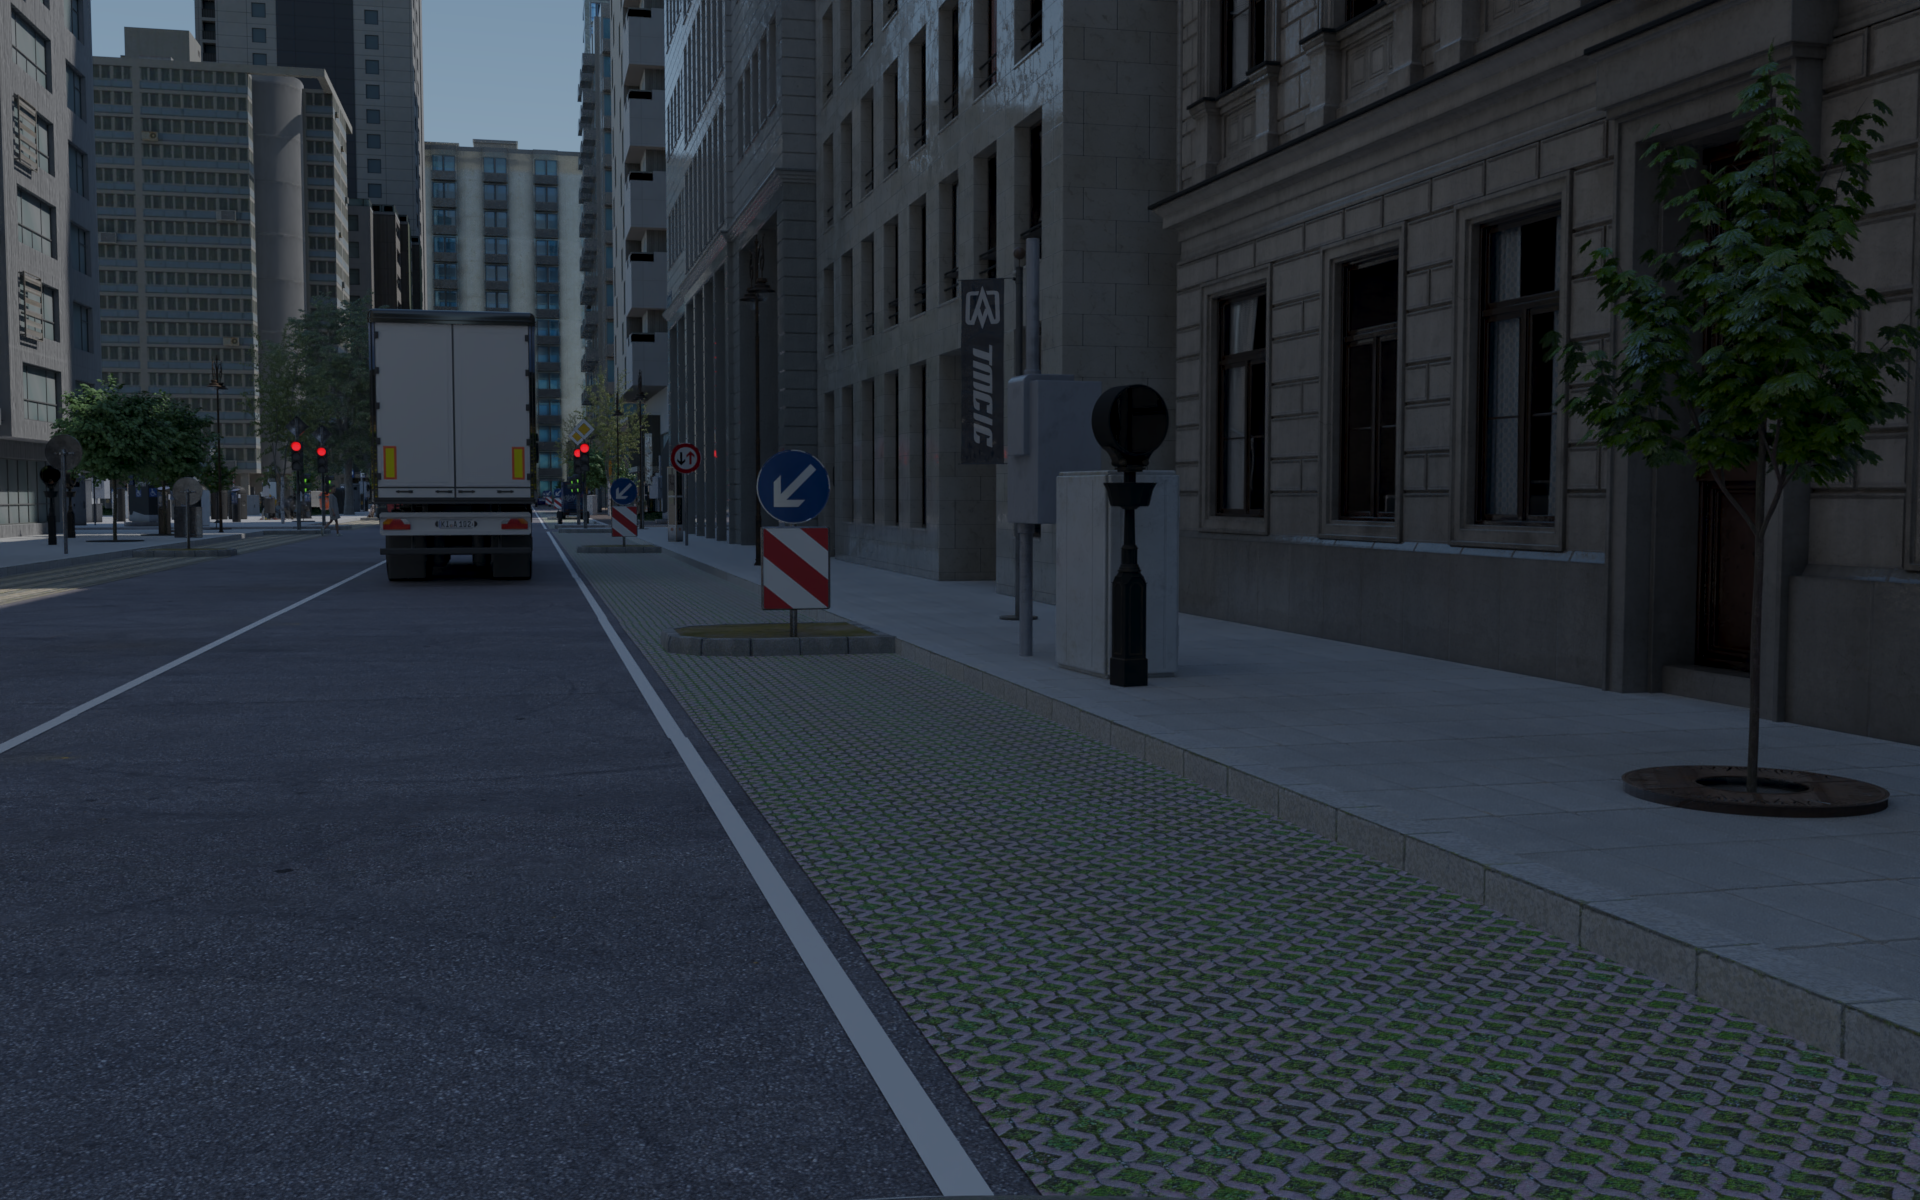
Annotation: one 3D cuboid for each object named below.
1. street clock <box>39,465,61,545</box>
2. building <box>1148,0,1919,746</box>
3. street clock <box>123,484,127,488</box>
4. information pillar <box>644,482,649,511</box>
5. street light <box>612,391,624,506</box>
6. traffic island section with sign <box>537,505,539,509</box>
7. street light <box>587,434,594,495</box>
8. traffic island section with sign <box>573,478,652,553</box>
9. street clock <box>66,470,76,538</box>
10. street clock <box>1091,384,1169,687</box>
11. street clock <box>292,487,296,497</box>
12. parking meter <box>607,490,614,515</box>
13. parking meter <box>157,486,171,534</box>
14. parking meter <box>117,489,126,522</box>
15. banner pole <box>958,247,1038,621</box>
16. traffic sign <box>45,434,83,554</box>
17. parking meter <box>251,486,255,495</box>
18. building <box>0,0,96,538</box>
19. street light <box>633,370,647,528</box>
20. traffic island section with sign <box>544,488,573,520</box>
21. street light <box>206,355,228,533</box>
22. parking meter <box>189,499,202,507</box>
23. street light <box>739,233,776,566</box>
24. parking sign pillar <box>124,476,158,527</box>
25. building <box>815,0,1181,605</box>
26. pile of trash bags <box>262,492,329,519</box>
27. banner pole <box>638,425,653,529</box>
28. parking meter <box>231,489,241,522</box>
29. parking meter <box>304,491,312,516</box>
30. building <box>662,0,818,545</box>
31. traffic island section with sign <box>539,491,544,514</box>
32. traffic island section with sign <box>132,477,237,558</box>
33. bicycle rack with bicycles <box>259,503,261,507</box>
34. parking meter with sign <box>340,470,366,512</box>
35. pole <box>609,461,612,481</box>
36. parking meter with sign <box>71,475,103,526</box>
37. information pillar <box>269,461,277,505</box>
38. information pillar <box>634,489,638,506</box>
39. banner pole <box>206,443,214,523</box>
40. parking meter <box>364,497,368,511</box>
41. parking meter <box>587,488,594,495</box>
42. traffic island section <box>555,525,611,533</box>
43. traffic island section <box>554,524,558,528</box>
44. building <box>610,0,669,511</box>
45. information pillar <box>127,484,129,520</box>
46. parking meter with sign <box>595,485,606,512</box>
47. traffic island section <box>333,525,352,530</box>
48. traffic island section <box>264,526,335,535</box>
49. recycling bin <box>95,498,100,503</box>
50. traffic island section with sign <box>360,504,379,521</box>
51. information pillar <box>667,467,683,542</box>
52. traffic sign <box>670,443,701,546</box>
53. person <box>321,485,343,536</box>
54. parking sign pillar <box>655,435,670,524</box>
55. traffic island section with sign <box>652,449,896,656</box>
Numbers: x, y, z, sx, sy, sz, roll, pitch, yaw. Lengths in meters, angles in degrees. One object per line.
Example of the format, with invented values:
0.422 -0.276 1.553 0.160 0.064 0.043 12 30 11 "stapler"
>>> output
-22.849 -2.384 43.549 0.471 2.002 0.358 -2 4 -24 "street clock"
9.006 -8.958 11.094 10.561 19.102 19.286 -1 4 -14 "building"
-58.868 -7.204 122.354 0.358 2.002 0.471 1 4 20 "street clock"
-19.046 -6.179 105.511 0.304 2.012 0.304 1 4 14 "information pillar"
-15.367 -6.423 77.812 0.468 5.910 1.993 -1 4 -14 "street light"
-40.837 -9.956 171.407 1.989 1.847 2.006 -1 4 -14 "traffic island section with sign"
-23.747 -8.477 111.389 0.468 5.910 1.993 -1 4 -14 "street light"
-8.398 -2.072 42.513 1.989 1.847 2.006 -1 4 -14 "traffic island section with sign"
-25.961 -2.811 50.530 0.358 2.002 0.471 0 4 -7 "street clock"
1.131 -0.427 11.552 0.471 2.002 0.358 -2 4 -26 "street clock"
-52.689 -8.121 137.342 0.471 2.002 0.358 -1 4 -12 "street clock"
-21.013 -5.853 104.101 0.372 1.533 0.369 0 3 0 "parking meter"
-25.662 -2.902 55.855 0.372 1.533 0.369 0 3 0 "parking meter"
-38.738 -4.376 79.961 0.372 1.533 0.369 0 3 0 "parking meter"
0.384 -1.695 17.723 0.863 3.779 0.401 1 4 19 "banner pole"
-19.160 -2.259 37.045 0.768 2.556 0.104 0 4 -6 "traffic sign"
-53.885 -7.724 132.005 0.255 1.863 0.399 -1 4 -13 "parking meter"
-34.795 -22.544 52.188 14.086 41.232 14.154 -1 4 -14 "building"
-11.876 -5.604 64.414 0.468 5.910 1.993 -1 4 -14 "street light"
-21.917 -5.357 96.221 1.989 1.847 2.006 -1 4 -14 "traffic island section with sign"
-24.690 -5.193 57.701 0.468 5.910 1.993 -1 4 -14 "street light"
-22.946 -2.662 51.940 0.372 1.533 0.369 0 3 0 "parking meter"
-3.617 -3.558 30.955 0.468 5.910 1.993 -1 4 -14 "street light"
-32.442 -4.909 68.742 1.447 3.967 1.447 2 4 31 "parking sign pillar"
4.139 -10.625 28.466 10.420 20.320 16.860 -1 4 -14 "building"
-34.497 -4.930 90.349 1.912 1.369 3.447 3 5 43 "pile of trash bags"
-11.395 -4.458 62.898 0.401 3.779 0.863 -3 5 -44 "banner pole"
-33.062 -4.324 79.107 0.372 1.533 0.369 0 3 0 "parking meter"
-37.650 -5.602 100.000 0.372 1.533 0.369 0 3 0 "parking meter"
-2.008 -16.707 50.649 11.434 29.767 29.804 -1 4 -14 "building"
-28.560 -6.971 122.611 1.989 1.847 2.006 -1 4 -14 "traffic island section with sign"
-17.827 -1.915 39.938 1.989 1.847 2.006 -1 4 -14 "traffic island section with sign"
-51.498 -6.955 127.103 2.925 0.926 2.852 2 4 26 "bicycle rack with bicycles"
-43.274 -7.792 123.665 0.543 3.016 1.738 2 4 32 "parking meter with sign"
-21.309 -6.832 105.548 0.158 3.312 0.155 0 3 0 "pole"
-39.127 -4.954 77.259 0.543 3.016 1.738 1 4 20 "parking meter with sign"
-46.739 -7.736 117.832 0.504 3.616 0.183 0 4 5 "information pillar"
-27.266 -8.641 145.774 0.304 2.012 0.304 -2 4 -25 "information pillar"
-33.831 -5.397 78.250 0.401 3.779 0.863 1 4 12 "banner pole"
-43.901 -7.309 127.906 0.372 1.533 0.369 0 3 0 "parking meter"
-24.210 -6.597 113.578 0.399 1.863 0.255 2 4 24 "parking meter"
-13.956 -2.590 64.620 2.009 0.180 2.903 -1 4 -14 "traffic island section"
-15.906 -3.063 72.364 2.009 0.180 2.903 -1 4 -14 "traffic island section"
-11.813 -33.069 129.909 28.713 52.752 27.495 -1 4 -14 "building"
-39.958 -4.836 83.557 0.304 2.012 0.304 -1 4 -13 "information pillar"
-25.422 -7.635 121.085 1.738 3.016 0.543 2 4 29 "parking meter with sign"
-25.694 -2.913 69.914 2.009 0.180 2.903 -1 4 -14 "traffic island section"
-23.745 -2.440 62.170 2.009 0.180 2.903 -1 4 -14 "traffic island section"
-64.879 -7.157 129.578 0.722 1.027 0.722 1 4 12 "recycling bin"
-31.390 -5.213 93.855 1.989 1.847 2.006 -1 4 -14 "traffic island section with sign"
-7.655 -2.573 46.559 0.304 2.012 0.304 2 4 29 "information pillar"
-6.805 -2.627 43.057 0.768 2.556 0.104 0 4 -6 "traffic sign"
-21.376 -3.040 58.955 0.466 1.731 0.760 2 4 35 "person"
-12.498 -5.293 75.019 1.447 3.967 1.447 -2 4 -28 "parking sign pillar"
-1.766 -0.461 16.163 1.989 1.847 2.006 -1 4 -14 "traffic island section with sign"
